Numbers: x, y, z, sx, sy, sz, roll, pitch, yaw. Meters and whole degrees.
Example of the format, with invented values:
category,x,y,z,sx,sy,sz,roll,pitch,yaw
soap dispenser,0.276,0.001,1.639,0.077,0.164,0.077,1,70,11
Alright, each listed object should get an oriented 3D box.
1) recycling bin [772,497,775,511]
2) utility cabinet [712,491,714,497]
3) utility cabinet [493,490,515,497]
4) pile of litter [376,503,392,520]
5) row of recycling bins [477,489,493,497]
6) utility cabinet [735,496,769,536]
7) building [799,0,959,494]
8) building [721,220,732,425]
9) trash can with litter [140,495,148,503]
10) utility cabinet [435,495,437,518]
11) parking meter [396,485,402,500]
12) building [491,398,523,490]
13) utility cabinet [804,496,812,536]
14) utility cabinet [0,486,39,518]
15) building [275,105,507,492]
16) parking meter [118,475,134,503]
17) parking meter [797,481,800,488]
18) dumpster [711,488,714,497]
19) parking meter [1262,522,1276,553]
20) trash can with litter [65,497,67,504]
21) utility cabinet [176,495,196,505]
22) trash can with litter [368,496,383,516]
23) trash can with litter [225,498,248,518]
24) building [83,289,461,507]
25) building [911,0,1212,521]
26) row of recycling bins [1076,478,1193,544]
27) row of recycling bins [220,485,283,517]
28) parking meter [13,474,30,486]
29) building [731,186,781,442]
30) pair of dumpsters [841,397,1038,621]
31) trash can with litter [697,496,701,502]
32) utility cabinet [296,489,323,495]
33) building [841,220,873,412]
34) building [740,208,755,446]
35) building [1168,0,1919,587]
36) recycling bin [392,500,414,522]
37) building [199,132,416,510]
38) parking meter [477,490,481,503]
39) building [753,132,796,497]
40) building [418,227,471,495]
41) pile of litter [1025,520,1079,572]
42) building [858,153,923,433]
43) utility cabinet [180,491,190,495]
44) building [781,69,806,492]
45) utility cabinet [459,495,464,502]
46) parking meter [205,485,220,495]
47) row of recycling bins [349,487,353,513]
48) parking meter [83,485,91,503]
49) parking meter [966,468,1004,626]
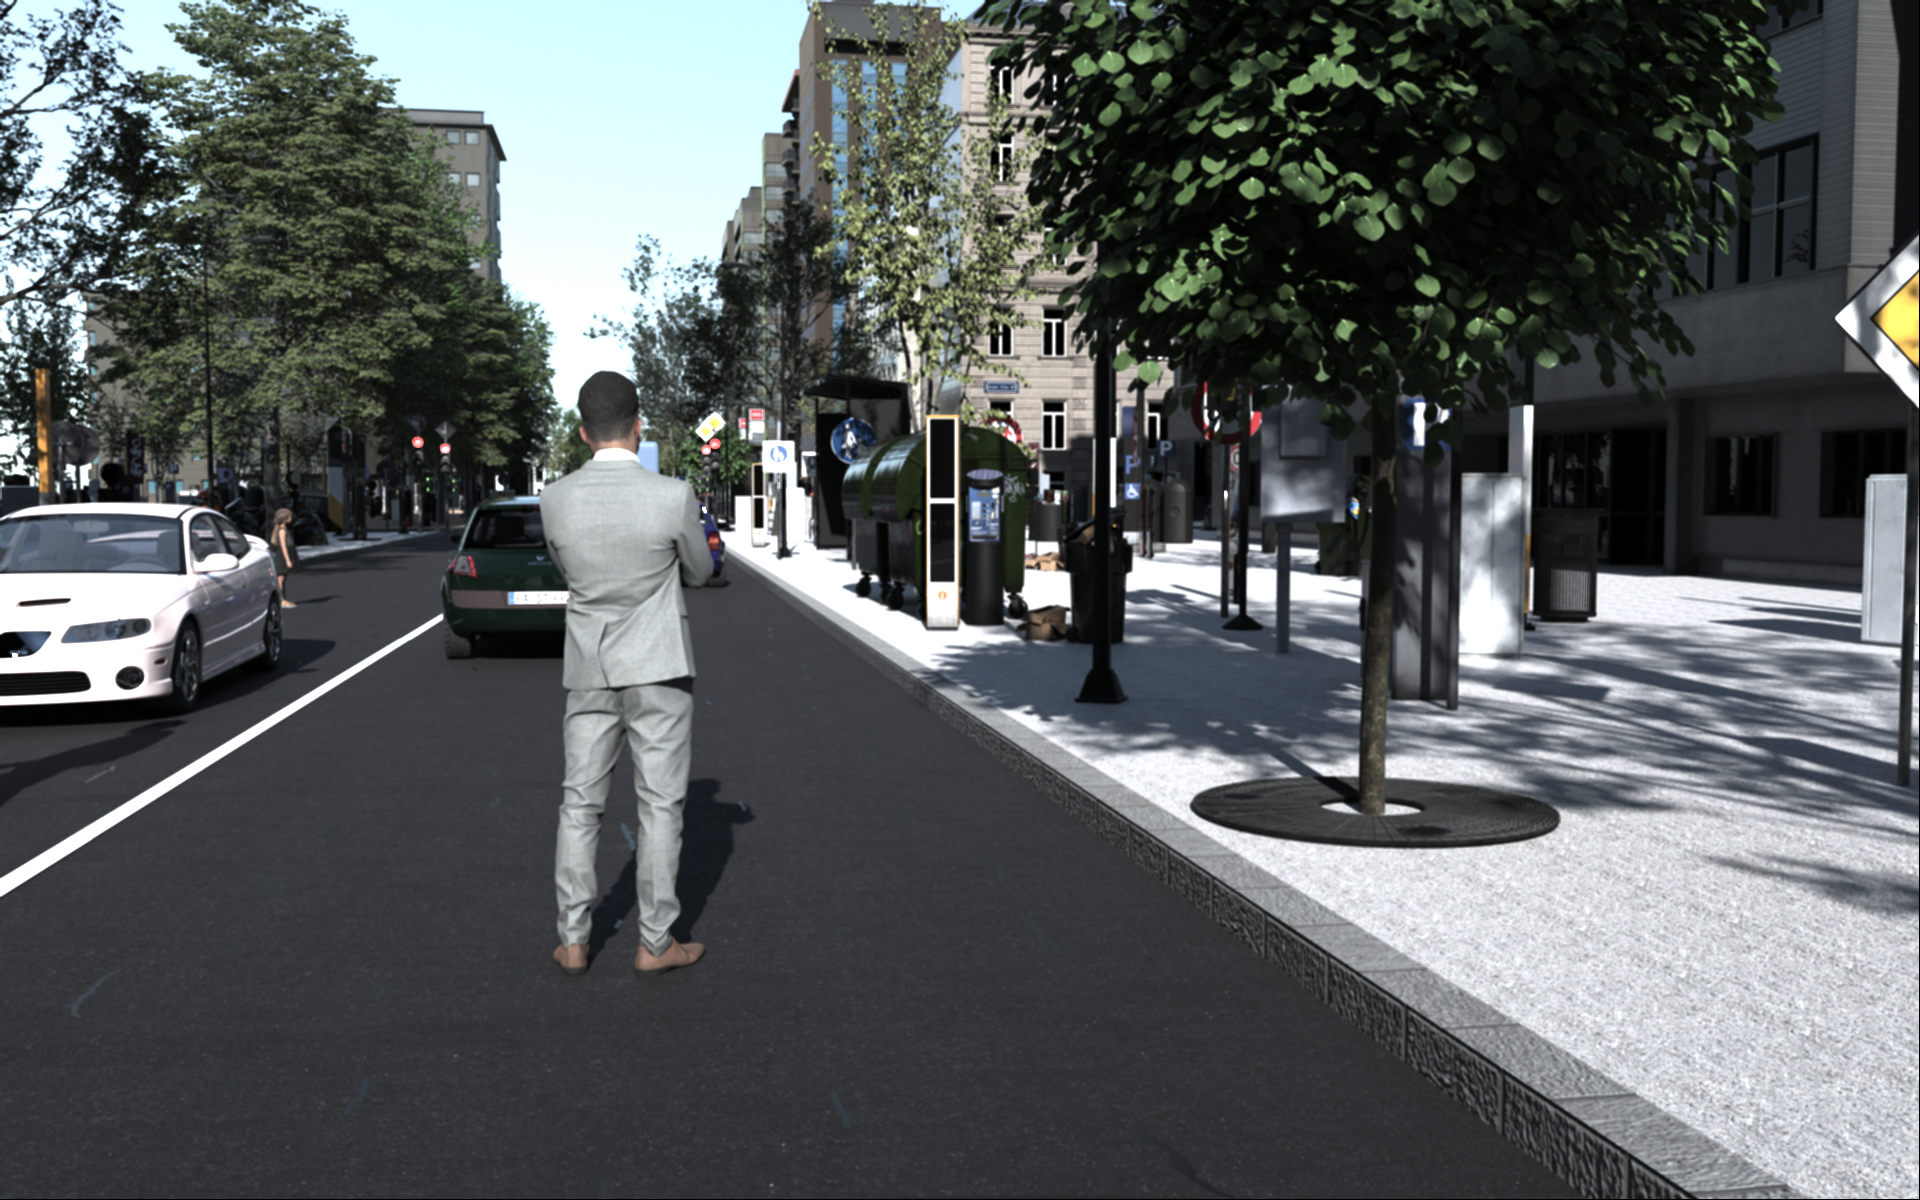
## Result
category,x,y,z,sx,sy,sz,roll,pitch,yaw
recycling bin,-13.971,-7.093,128.519,0.722,1.027,0.722,0,4,-4
utility cabinet,-17.460,-7.186,126.176,1.173,1.500,0.318,0,4,7
utility cabinet,-25.711,-5.442,97.662,1.173,1.500,0.318,0,4,-1
pile of litter,-28.252,-4.415,86.150,1.719,0.858,1.176,0,4,-4
row of recycling bins,-35.963,-7.753,133.867,3.534,1.692,1.069,-1,4,-9
utility cabinet,-6.448,-2.602,53.705,1.020,1.237,0.306,0,4,0
building,-6.958,-31.016,157.214,14.600,45.320,14.200,-1,4,-10
building,-28.645,-40.776,290.394,21.300,48.544,21.600,-1,4,-10
trash can with litter,-55.601,-6.498,117.293,2.233,1.210,1.678,0,4,-3
utility cabinet,-28.161,-5.044,93.628,0.306,1.237,1.020,-1,4,-20
parking meter,-36.966,-6.637,114.218,0.255,1.863,0.399,2,4,31
building,-82.862,-25.925,268.910,27.650,21.520,28.899,-1,4,-10
utility cabinet,-4.948,-2.575,53.266,0.306,1.237,1.020,-3,5,-41
utility cabinet,-25.107,-2.317,46.569,1.173,1.500,0.318,0,4,-4
building,-78.005,-39.793,239.853,28.713,52.752,27.495,-1,4,-10
parking meter,-23.953,-2.695,49.774,0.399,1.863,0.255,-1,4,-20
parking meter,-6.380,-3.754,67.090,0.399,1.863,0.255,-1,4,-20
dumpster,-20.027,-8.322,138.557,1.502,2.255,1.985,-1,4,-10
parking meter,6.692,-1.942,37.468,0.255,1.863,0.399,0,4,-1
trash can with litter,-36.480,-3.728,72.013,2.233,1.210,1.678,-3,4,-37
utility cabinet,-36.344,-4.304,81.539,0.306,1.237,1.020,2,4,34
trash can with litter,-34.561,-5.556,102.223,1.055,1.170,0.624,3,4,36
trash can with litter,-21.955,-2.480,51.927,1.055,1.170,0.624,-3,4,-37
building,-62.778,-19.426,162.656,27.650,21.520,28.899,-1,4,-10
building,10.913,-17.722,87.022,25.104,27.353,12.463,-1,4,-10
row of recycling bins,4.761,-2.386,46.121,1.069,1.692,3.534,-3,5,-41
row of recycling bins,-33.902,-4.610,82.487,3.534,1.692,1.069,1,4,11
parking meter,-26.900,-2.692,49.725,0.399,1.863,0.255,0,4,1
building,-23.673,-39.474,269.107,21.300,48.544,21.600,-1,4,-10
pair of dumpsters,-0.301,-1.042,19.523,1.574,2.255,4.437,-1,4,-11
trash can with litter,-15.366,-5.427,100.121,1.055,1.170,0.624,0,4,-8
utility cabinet,-28.842,-4.160,76.700,1.173,1.500,0.318,-2,4,-33
building,-1.349,-18.822,126.827,14.460,24.649,34.723,-1,4,-10
building,-24.653,-34.682,250.644,14.154,41.232,14.086,-1,4,-10
building,15.405,-13.274,36.098,14.314,24.678,30.058,-1,4,-10
recycling bin,-25.510,-4.082,79.291,0.722,1.027,0.722,2,4,32
building,-53.152,-22.660,142.193,14.160,30.474,14.107,-1,4,-10
parking meter,-29.682,-6.013,106.725,0.372,1.533,0.369,0,3,0
building,-15.830,-31.575,199.844,14.154,41.232,14.086,-1,4,-10
building,-60.237,-25.258,184.671,14.160,30.474,14.107,-1,4,-10
pile of litter,1.616,-0.945,29.417,1.176,0.858,1.719,1,4,16
building,0.278,-15.066,101.084,10.420,20.320,16.860,-1,4,-10
utility cabinet,-57.774,-7.402,129.701,1.173,1.500,0.318,1,4,10
building,-6.900,-32.107,179.578,22.147,44.769,28.867,-1,4,-10
utility cabinet,-38.545,-7.519,134.091,0.306,1.237,1.020,-1,4,-21
parking meter,-20.818,-2.437,48.264,0.372,1.533,0.369,0,3,0
row of recycling bins,-36.606,-5.879,103.230,1.069,1.692,3.534,-1,4,-16
parking meter,-56.141,-6.465,111.417,0.255,1.863,0.399,3,4,38
parking meter,0.243,-0.524,16.977,0.372,1.533,0.369,0,3,0
